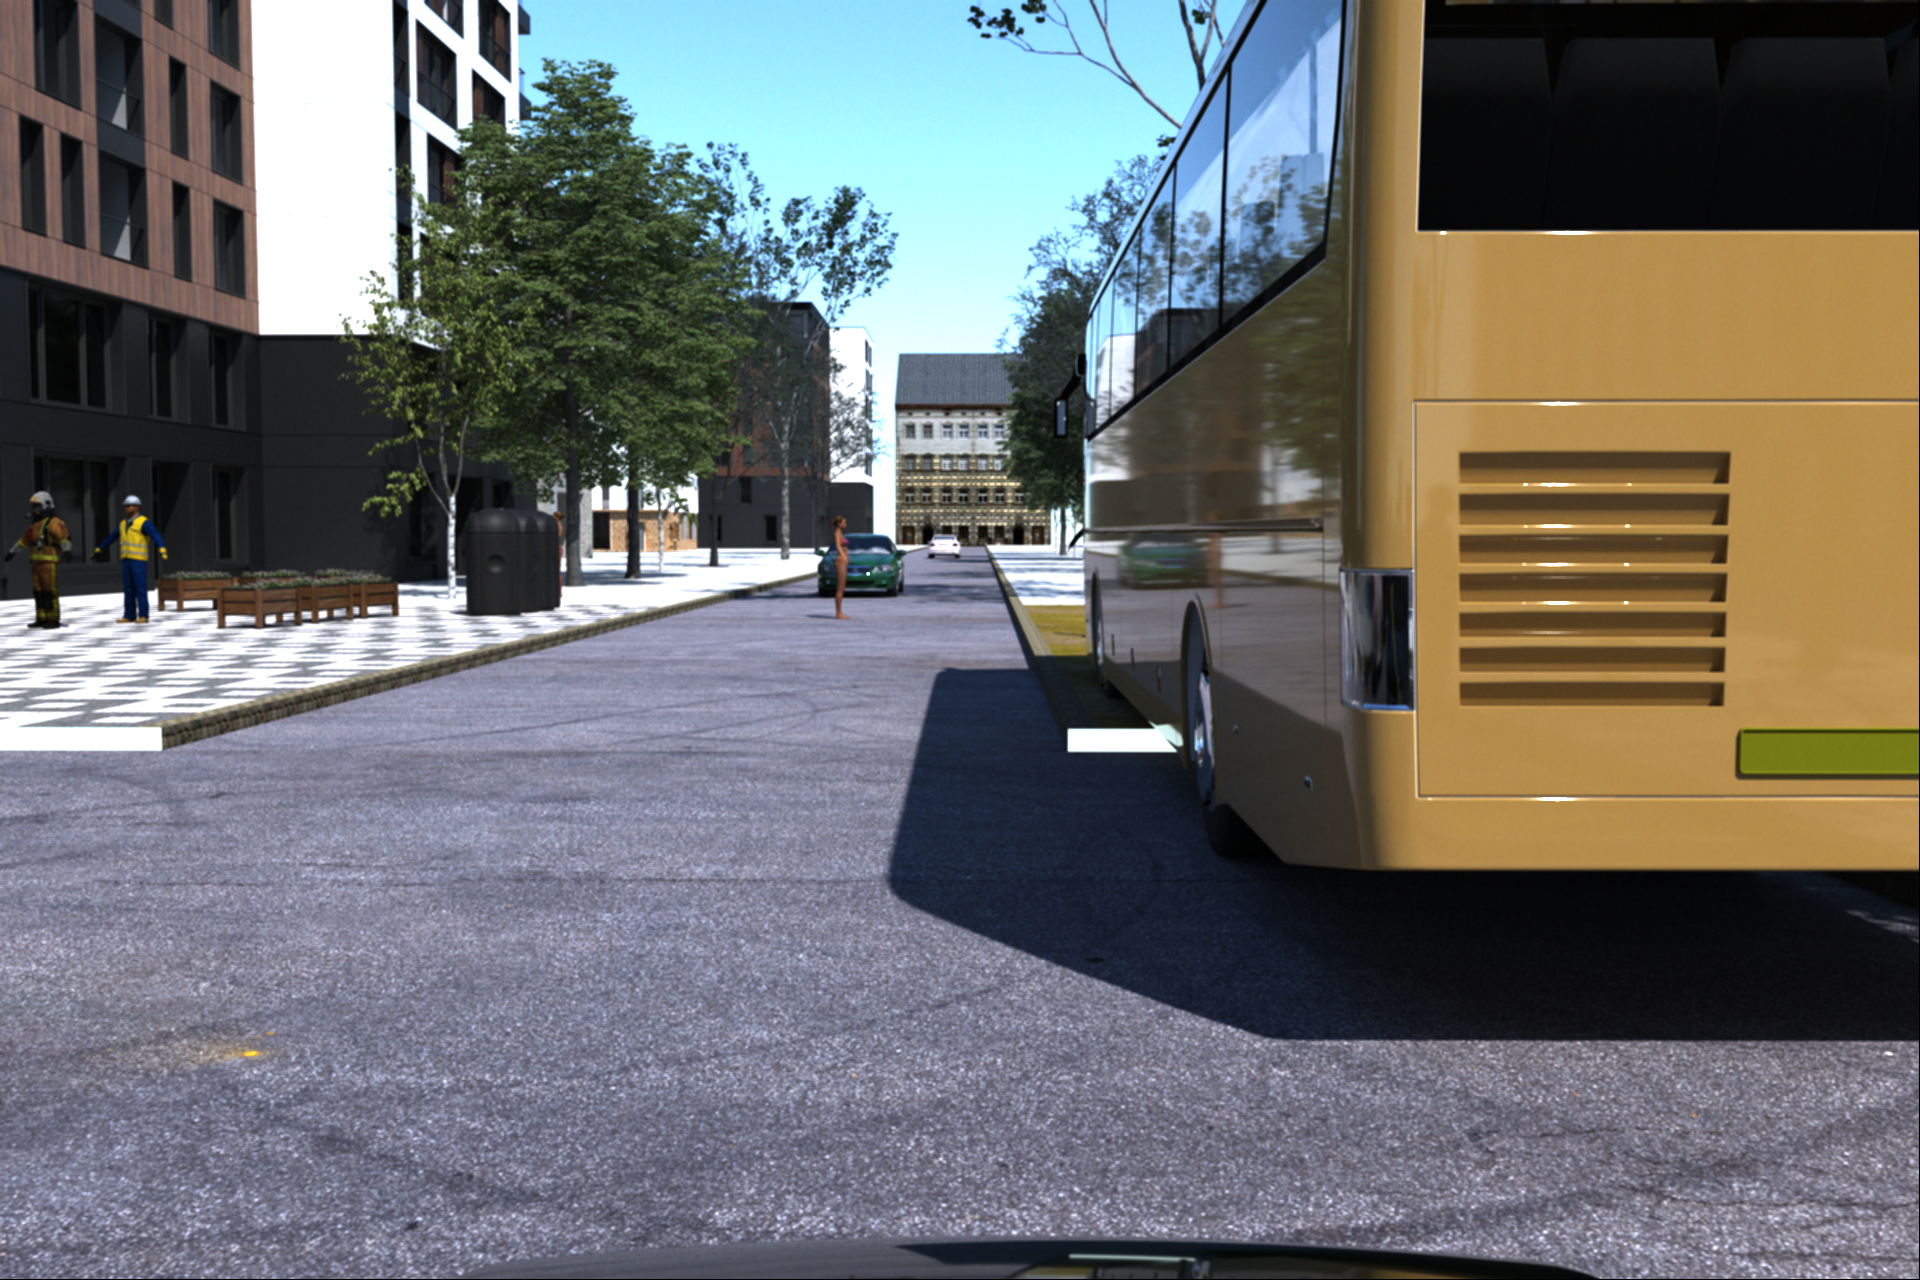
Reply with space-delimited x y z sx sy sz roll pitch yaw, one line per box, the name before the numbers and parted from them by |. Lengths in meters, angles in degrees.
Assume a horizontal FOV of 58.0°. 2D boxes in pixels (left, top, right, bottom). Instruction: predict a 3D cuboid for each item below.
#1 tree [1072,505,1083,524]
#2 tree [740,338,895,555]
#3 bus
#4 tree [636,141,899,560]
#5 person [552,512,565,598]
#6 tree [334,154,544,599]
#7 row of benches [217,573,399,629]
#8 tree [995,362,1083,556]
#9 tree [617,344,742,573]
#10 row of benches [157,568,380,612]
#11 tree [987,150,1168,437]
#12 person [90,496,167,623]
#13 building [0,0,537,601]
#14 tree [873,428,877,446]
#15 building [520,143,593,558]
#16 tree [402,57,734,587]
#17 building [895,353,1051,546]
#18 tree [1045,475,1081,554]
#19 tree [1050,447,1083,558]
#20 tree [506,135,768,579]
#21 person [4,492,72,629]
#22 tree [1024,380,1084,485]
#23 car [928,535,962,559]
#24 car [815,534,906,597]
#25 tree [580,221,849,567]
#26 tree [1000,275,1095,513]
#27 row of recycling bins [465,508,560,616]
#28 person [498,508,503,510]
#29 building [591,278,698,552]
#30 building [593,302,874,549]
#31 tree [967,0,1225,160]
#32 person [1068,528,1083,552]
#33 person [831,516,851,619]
tree | 17.038 -17.632 206.412 7.486 12.596 7.792 0 3 0
tree | -9.044 -12.111 108.387 12.009 13.543 11.850 0 3 0
bus | 2.310 -1.159 10.498 2.896 3.916 12.252 0 4 0
tree | -10.219 -14.077 86.047 12.611 20.169 13.585 0 3 0
person | -8.224 -1.727 35.032 0.721 1.733 1.217 -1 4 -12
tree | -10.092 -5.115 33.998 4.737 8.622 4.395 0 3 0
row of benches | -9.413 -0.607 25.384 1.422 0.672 4.104 1 4 9
tree | 5.725 -11.295 102.803 7.486 12.596 7.792 0 3 0
tree | -9.698 -6.538 57.260 4.737 8.622 4.395 0 3 0
row of benches | -12.000 -0.896 30.115 1.422 0.672 4.104 2 4 35
tree | 5.571 -8.870 55.389 12.009 13.543 11.850 0 3 0
person | -11.905 -1.159 24.922 1.349 1.833 0.705 1 4 19
building | -28.591 -12.133 42.351 27.936 21.610 32.646 0 4 1
tree | -16.096 -21.316 204.398 12.611 20.169 13.585 0 3 0
building | -28.211 -12.807 75.844 16.747 18.905 31.486 0 4 1
tree | -9.310 -7.547 41.524 7.486 12.596 7.792 0 3 0
building | 1.681 -22.969 208.928 18.063 23.208 19.493 0 4 1
tree | 6.069 -9.912 112.418 4.360 8.622 3.978 0 3 0
tree | 6.083 -8.825 94.659 4.360 8.622 3.978 0 3 0
tree | -9.402 -8.054 49.809 7.486 12.596 7.792 0 3 0
person | -12.487 -1.089 23.577 1.354 1.858 0.705 2 4 28
tree | 6.568 -8.231 68.991 8.767 10.594 7.601 -2 4 -25
car | -0.907 -5.532 102.813 2.083 1.381 4.827 0 4 1
car | -2.307 -1.788 41.036 2.131 1.459 4.920 0 4 1
tree | -9.486 -9.602 67.357 12.009 13.543 11.850 0 3 0
tree | 6.538 -10.899 84.856 9.857 13.997 8.962 0 3 0
row of recycling bins | -7.348 -1.324 28.768 1.069 1.692 3.534 0 4 0
person | -9.541 -1.825 35.964 1.347 1.817 0.704 -2 4 -31
building | -26.556 -16.647 128.599 16.016 20.090 11.380 0 4 1
building | -23.349 -19.874 168.920 27.936 21.610 32.646 0 4 1
tree | 5.106 -10.673 30.392 12.611 20.169 13.585 0 3 0
person | 2.969 -1.956 37.923 1.347 1.837 0.705 2 4 25
person | -1.944 -1.228 29.333 0.721 1.733 1.217 0 4 -2
